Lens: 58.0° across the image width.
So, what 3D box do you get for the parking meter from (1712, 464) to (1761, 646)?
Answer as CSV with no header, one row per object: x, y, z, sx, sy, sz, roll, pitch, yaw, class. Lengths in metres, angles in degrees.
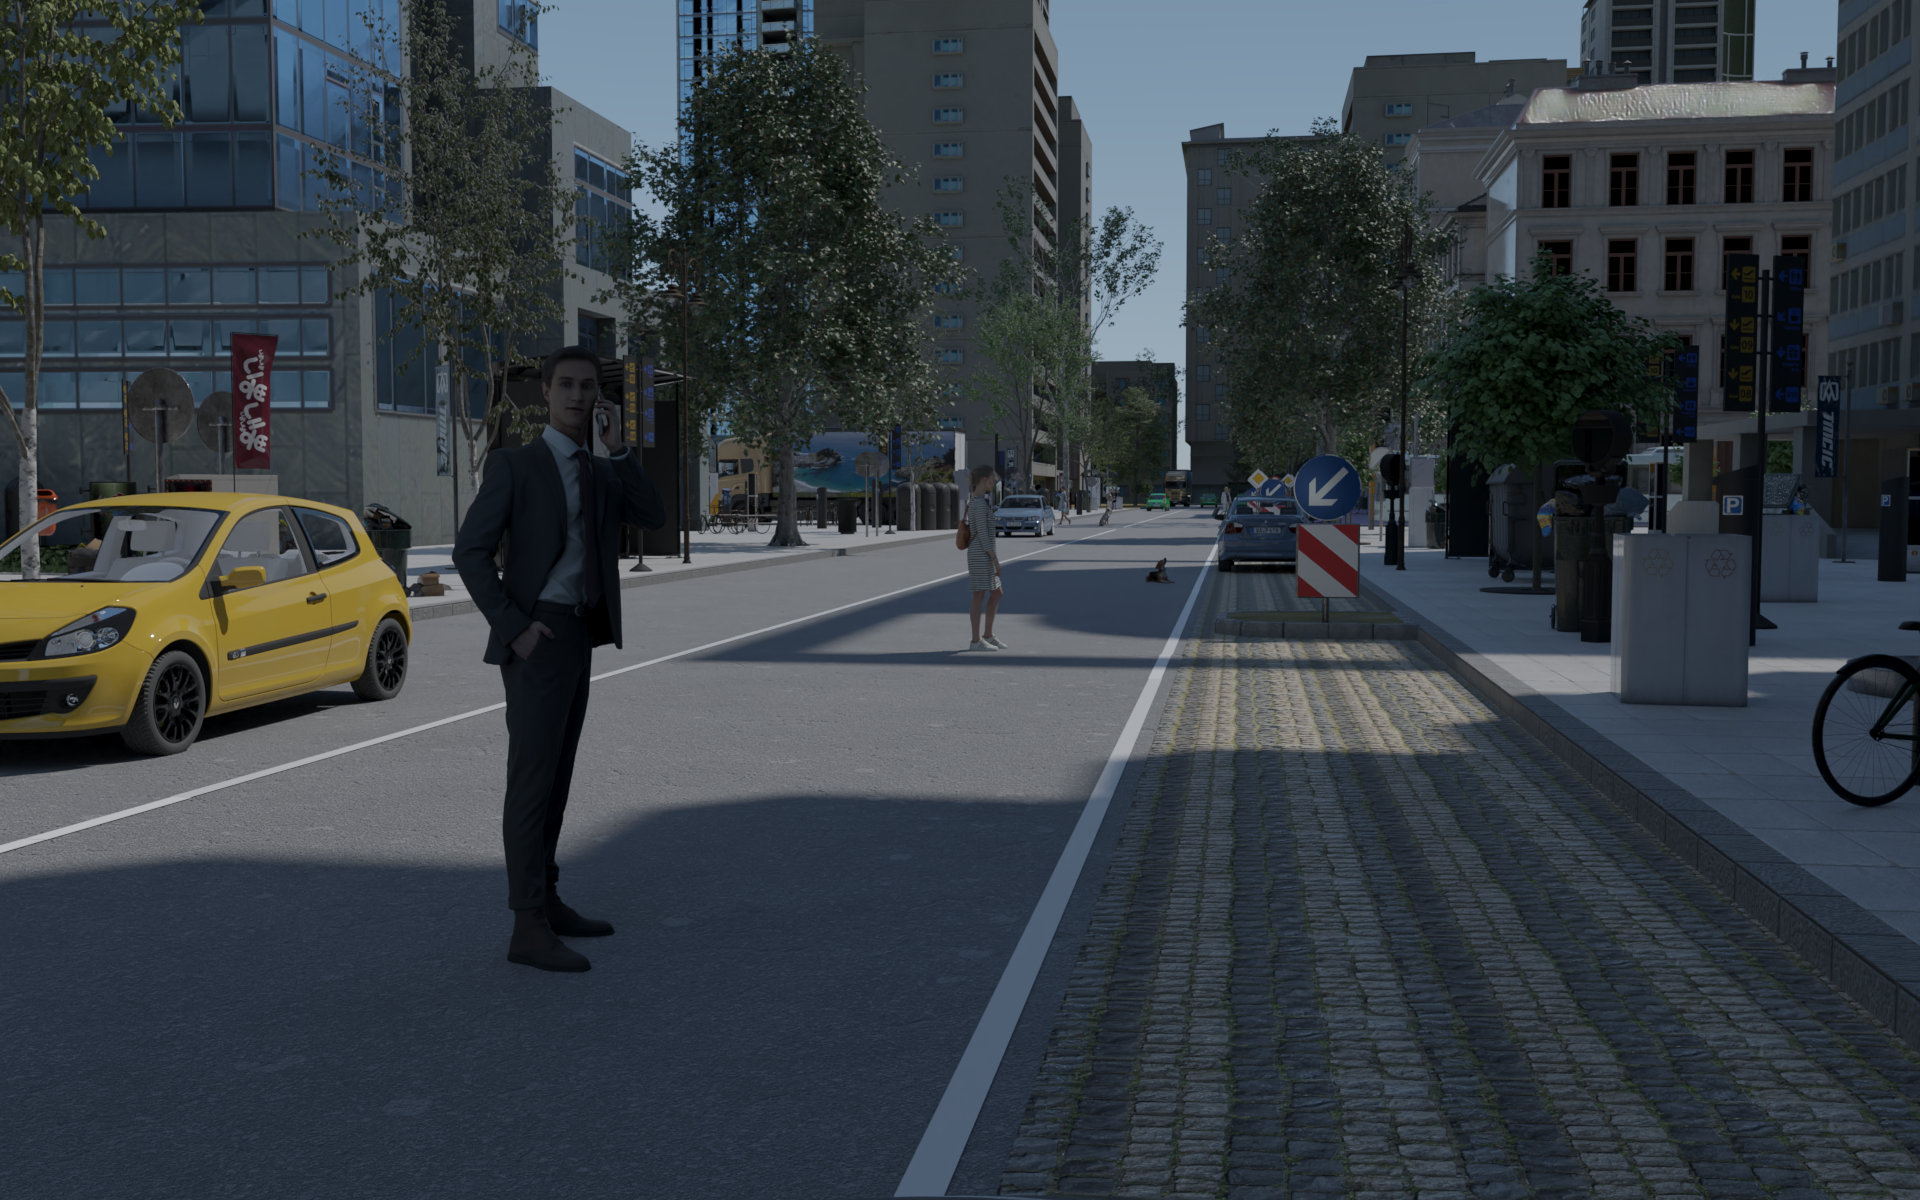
6.575,-0.385,14.713,0.372,1.533,0.369,0,3,0,parking meter

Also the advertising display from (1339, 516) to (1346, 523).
14.235,-3.680,65.374,0.123,1.923,0.974,-3,4,-36,advertising display

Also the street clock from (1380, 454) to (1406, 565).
7.781,-1.628,31.184,0.471,2.002,0.358,-3,4,-38,street clock

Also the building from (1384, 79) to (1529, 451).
37.225,-20.471,120.604,13.634,28.700,20.117,1,4,9,building

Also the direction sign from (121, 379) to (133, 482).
-16.571,-2.601,34.528,0.379,3.537,0.876,-1,4,-16,direction sign

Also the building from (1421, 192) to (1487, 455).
32.677,-14.460,101.052,10.561,19.102,19.286,1,4,9,building

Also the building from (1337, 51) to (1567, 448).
52.559,-34.487,187.558,21.300,48.544,21.600,1,4,9,building

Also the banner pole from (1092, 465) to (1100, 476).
11.830,-9.798,150.209,0.863,3.779,0.401,2,4,24,banner pole

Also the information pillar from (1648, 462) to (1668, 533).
16.039,-2.160,39.812,0.304,2.012,0.304,0,4,-7,information pillar

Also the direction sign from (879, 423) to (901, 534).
-2.245,-3.882,55.465,0.876,3.537,0.379,2,4,34,direction sign

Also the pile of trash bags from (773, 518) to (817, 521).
-7.583,-4.539,83.967,1.912,1.369,3.447,2,4,31,pile of trash bags

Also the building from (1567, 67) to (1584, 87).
73.318,-42.959,244.374,28.212,58.520,21.231,1,4,9,building

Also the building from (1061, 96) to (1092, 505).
4.500,-35.828,209.481,21.600,48.544,21.300,1,4,9,building

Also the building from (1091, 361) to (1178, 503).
17.325,-25.235,257.635,28.899,21.520,27.650,1,4,9,building

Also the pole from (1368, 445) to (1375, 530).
14.725,-4.165,61.934,0.158,3.312,0.155,0,3,0,pole

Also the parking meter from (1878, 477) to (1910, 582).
13.715,-1.042,25.443,0.372,1.533,0.369,0,3,0,parking meter

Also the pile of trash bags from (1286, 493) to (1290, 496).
20.696,-6.055,108.744,1.912,1.369,3.447,0,4,6,pile of trash bags

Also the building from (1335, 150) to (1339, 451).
52.014,-34.012,206.209,14.600,45.320,14.200,1,4,9,building

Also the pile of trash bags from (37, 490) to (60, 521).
-19.602,-1.489,34.092,3.447,1.369,1.912,-3,5,-43,pile of trash bags

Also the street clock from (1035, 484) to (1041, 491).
5.709,-7.488,127.002,0.471,2.002,0.358,0,4,-5,street clock

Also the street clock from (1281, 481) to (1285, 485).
17.599,-5.510,94.660,0.358,2.002,0.471,1,4,21,street clock

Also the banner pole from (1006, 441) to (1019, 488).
2.536,-5.629,82.044,0.863,3.779,0.401,-3,4,-36,banner pole

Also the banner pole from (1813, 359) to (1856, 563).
16.287,-2.582,32.233,0.863,3.779,0.401,0,4,-7,banner pole

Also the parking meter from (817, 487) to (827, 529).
-5.116,-3.409,64.141,0.372,1.533,0.369,0,3,0,parking meter

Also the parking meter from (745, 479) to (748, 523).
-8.206,-3.765,67.268,0.255,1.863,0.399,0,3,0,parking meter

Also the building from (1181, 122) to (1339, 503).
46.398,-40.570,252.559,27.495,52.752,28.713,1,4,9,building

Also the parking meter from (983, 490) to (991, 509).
1.111,-3.749,69.703,0.372,1.533,0.369,0,3,0,parking meter

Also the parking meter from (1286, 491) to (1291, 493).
23.776,-7.162,125.510,0.372,1.533,0.369,0,3,0,parking meter

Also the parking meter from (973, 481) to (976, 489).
0.793,-4.326,76.438,0.399,1.863,0.255,-3,5,-42,parking meter

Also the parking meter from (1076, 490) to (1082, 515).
7.306,-5.968,105.989,0.372,1.533,0.369,0,3,0,parking meter

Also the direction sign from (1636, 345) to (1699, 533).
10.801,-2.111,26.510,0.876,3.537,0.379,1,4,12,direction sign

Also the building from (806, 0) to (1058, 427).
-2.486,-33.041,163.923,21.300,48.544,21.600,1,4,9,building

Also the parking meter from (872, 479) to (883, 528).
-3.153,-3.683,65.935,0.399,1.863,0.255,-1,4,-13,parking meter

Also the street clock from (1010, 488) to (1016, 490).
3.811,-7.341,124.602,0.358,2.002,0.471,3,4,36,street clock

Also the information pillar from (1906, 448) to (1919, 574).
15.436,-1.435,27.946,0.304,2.012,0.304,2,4,32,information pillar

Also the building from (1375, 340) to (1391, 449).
40.184,-18.901,138.701,12.332,23.373,15.834,1,4,9,building

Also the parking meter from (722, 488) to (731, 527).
-9.158,-3.643,67.974,0.372,1.533,0.369,0,3,0,parking meter

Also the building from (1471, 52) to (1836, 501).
36.505,-15.190,84.516,21.152,22.565,11.583,1,4,9,building

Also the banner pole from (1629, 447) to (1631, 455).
30.117,-5.404,78.373,0.863,3.779,0.401,-1,4,-21,banner pole

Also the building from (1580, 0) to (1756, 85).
97.476,-48.963,238.799,20.611,71.187,20.563,1,4,9,building

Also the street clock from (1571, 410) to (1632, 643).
5.524,-0.636,14.967,0.358,2.002,0.471,-2,4,-28,street clock

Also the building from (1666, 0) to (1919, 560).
34.177,-21.131,37.372,32.217,40.220,23.993,1,4,9,building

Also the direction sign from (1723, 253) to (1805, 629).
7.628,-1.498,16.493,0.876,3.537,0.379,-1,4,-17,direction sign

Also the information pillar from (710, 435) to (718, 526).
-9.753,-4.726,68.617,0.183,3.616,0.504,-3,5,-39,information pillar

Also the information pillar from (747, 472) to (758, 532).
-7.055,-3.329,58.920,0.304,2.012,0.304,0,4,4,information pillar

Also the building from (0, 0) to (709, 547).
-25.863,-45.065,49.487,31.000,86.520,22.319,1,4,9,building

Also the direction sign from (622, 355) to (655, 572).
-5.293,-2.239,28.612,0.379,3.537,0.876,1,4,23,direction sign

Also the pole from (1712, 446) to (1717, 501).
32.115,-4.893,73.839,0.158,3.312,0.155,0,3,0,pole

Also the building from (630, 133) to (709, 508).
-21.459,-55.051,212.747,31.000,86.520,22.319,1,4,9,building

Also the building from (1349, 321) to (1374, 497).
51.419,-19.450,163.039,27.650,21.520,28.899,1,4,9,building

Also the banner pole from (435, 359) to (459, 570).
-8.761,-2.424,29.654,0.401,3.779,0.863,-3,5,-45,banner pole

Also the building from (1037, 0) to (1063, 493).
0.984,-45.612,184.011,20.563,71.187,20.611,1,4,9,building
